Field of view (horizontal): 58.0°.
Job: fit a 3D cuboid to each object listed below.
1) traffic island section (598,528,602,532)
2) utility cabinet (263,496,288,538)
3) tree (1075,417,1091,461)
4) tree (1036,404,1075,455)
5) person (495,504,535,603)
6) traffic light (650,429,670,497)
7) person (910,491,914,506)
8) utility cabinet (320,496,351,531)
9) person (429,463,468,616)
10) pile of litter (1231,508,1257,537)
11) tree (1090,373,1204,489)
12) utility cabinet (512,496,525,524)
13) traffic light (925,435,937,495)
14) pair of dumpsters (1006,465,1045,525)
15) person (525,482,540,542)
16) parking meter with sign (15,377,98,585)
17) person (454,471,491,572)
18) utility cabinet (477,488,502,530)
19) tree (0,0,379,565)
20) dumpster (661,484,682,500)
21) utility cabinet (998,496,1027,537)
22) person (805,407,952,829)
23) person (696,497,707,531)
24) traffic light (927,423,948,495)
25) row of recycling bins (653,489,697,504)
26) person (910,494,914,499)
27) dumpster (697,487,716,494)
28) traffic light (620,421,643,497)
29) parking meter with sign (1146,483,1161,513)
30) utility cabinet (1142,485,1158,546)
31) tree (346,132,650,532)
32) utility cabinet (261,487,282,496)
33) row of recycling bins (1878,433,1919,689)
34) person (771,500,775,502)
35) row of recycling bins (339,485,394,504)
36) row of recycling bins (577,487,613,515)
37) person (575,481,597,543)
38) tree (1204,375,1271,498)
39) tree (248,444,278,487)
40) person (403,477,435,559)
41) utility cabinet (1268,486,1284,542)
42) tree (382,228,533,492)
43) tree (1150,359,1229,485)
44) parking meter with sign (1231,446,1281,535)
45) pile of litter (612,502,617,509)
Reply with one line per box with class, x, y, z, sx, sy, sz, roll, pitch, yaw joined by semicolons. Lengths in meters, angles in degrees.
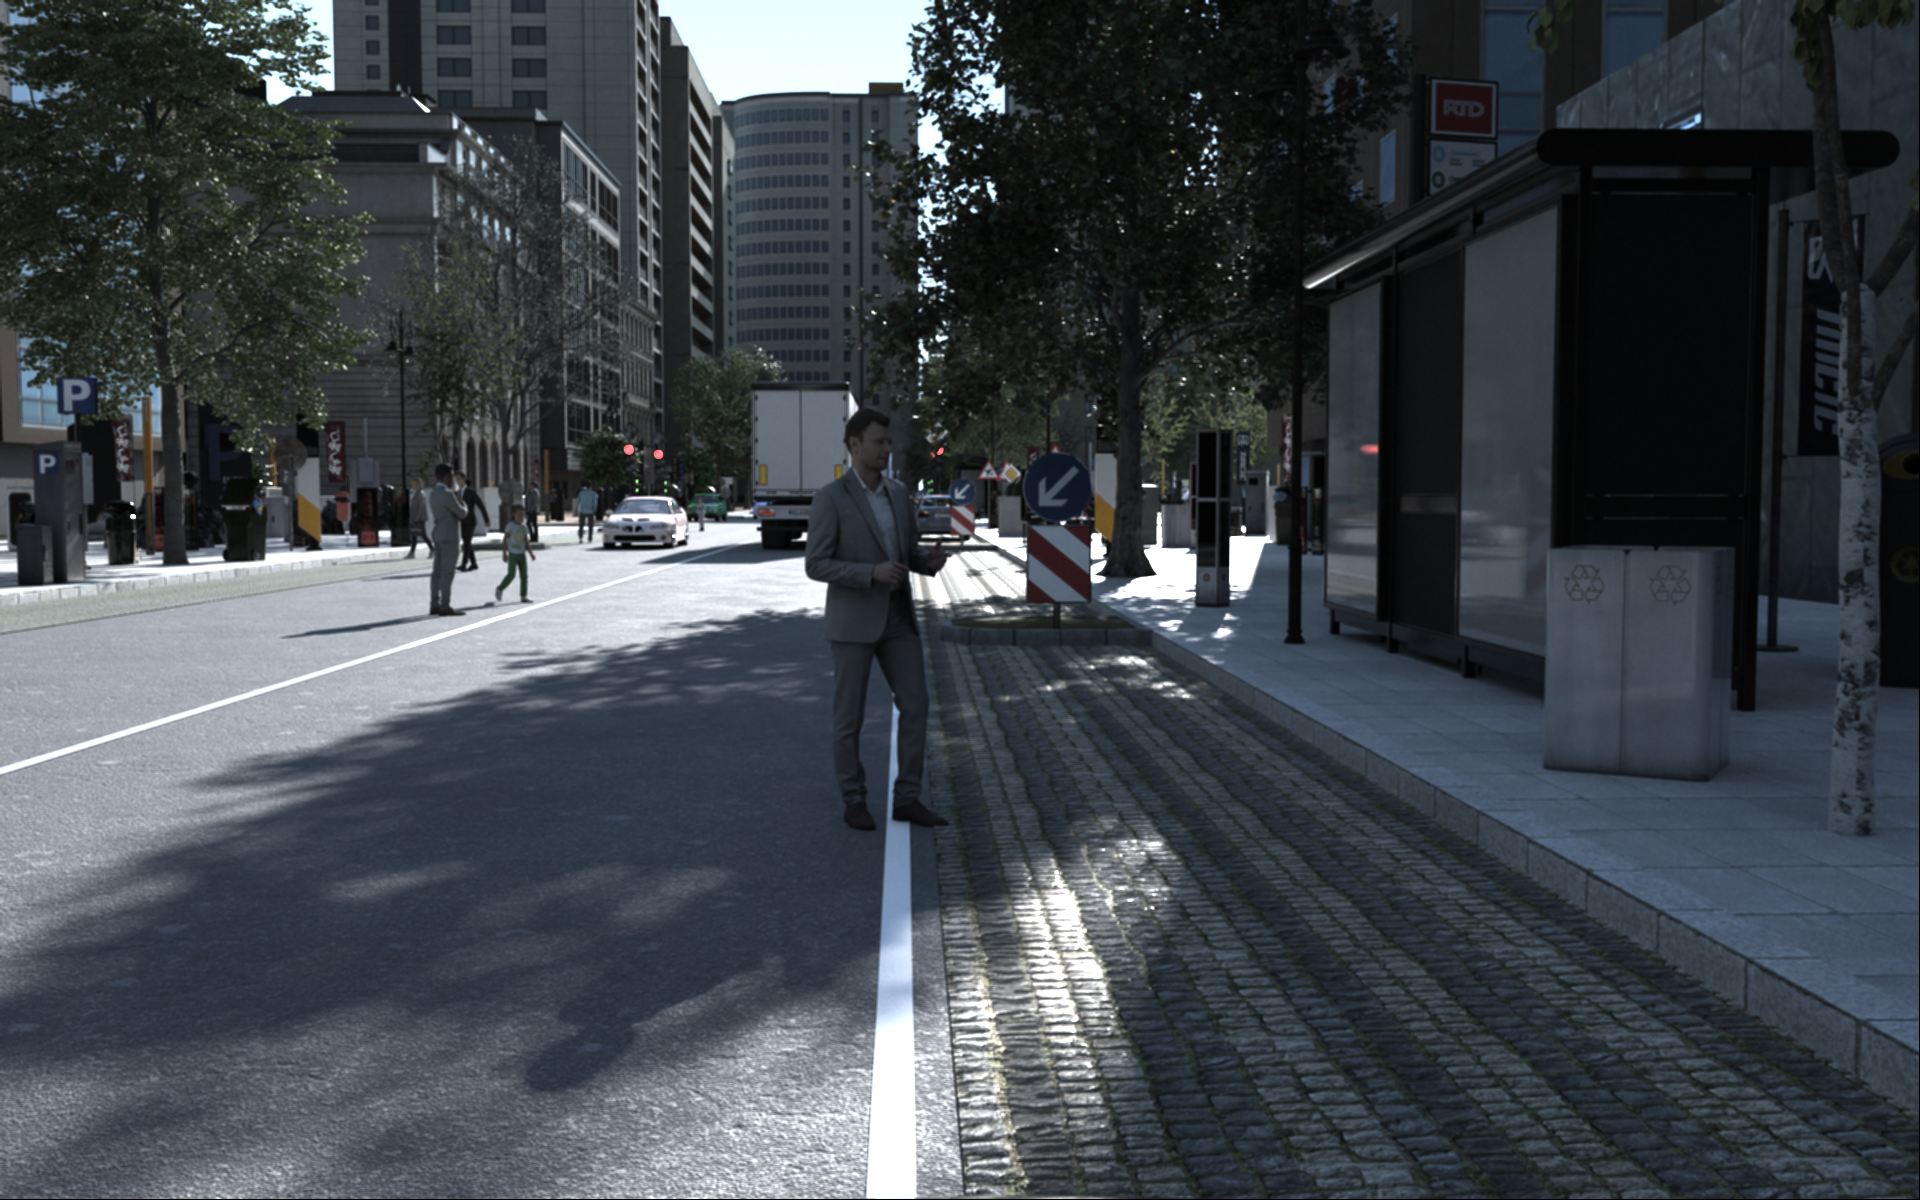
traffic island section;-12.696;-2.718;66.726;2.009;0.180;2.903;0;4;-2
utility cabinet;-20.218;-2.404;50.462;1.020;1.237;0.306;-1;4;-21
tree;11.328;-10.886;128.346;4.360;8.622;3.978;0;3;0
tree;8.198;-11.691;141.516;4.360;8.622;3.978;0;3;0
person;-5.899;-0.624;22.944;0.590;1.304;0.306;2;4;27
traffic light;-12.913;-5.239;74.574;0.839;4.253;0.868;0;4;-2
person;-5.034;-10.525;181.142;0.434;1.755;0.990;1;4;13
utility cabinet;-21.429;-2.948;59.368;1.020;1.237;0.306;-3;4;-35
person;-6.042;-0.725;20.542;0.511;1.800;0.466;3;4;37
pile of litter;8.179;-2.369;52.698;1.176;0.858;1.719;-3;4;-37
tree;10.238;-8.840;94.894;4.360;8.622;3.978;0;3;0
utility cabinet;-16.385;-3.178;63.121;1.020;1.237;0.306;0;4;8
traffic light;-1.108;-5.263;74.968;0.839;4.253;0.868;0;4;-2
pair of dumpsters;2.490;-3.508;59.845;1.574;2.255;4.437;0;4;-2
person;-12.641;-2.598;51.158;0.473;1.802;0.592;0;4;3
parking meter with sign;-13.092;-1.762;25.076;0.543;3.016;1.738;0;4;-5
person;-9.163;-1.452;32.019;0.659;1.850;0.755;2;4;27
utility cabinet;-16.432;-3.178;60.647;0.318;1.500;1.173;1;4;21
tree;-14.816;-6.925;31.351;7.486;12.596;7.792;0;3;0
dumpster;-17.468;-6.029;104.337;1.264;1.857;1.865;0;4;-2
utility cabinet;1.661;-2.509;52.181;1.020;1.237;0.306;0;4;4
person;-0.324;0.080;7.397;0.583;1.804;0.606;3;5;43
person;-10.013;-3.317;67.012;0.425;1.301;0.394;0;4;6
traffic light;-0.851;-4.775;66.987;0.839;4.253;0.868;0;4;-2
row of recycling bins;-21.920;-7.747;133.776;3.534;1.692;1.069;-1;4;-20
person;-5.127;-10.244;179.182;0.628;1.438;0.799;3;4;37
dumpster;-18.582;-7.403;126.799;1.264;1.857;1.865;0;4;-2
traffic light;-12.656;-4.751;66.593;0.839;4.253;0.868;0;4;-2
parking meter with sign;13.104;-7.520;119.205;1.738;3.016;0.543;1;4;11
utility cabinet;4.295;-2.041;42.049;1.173;1.500;0.318;-3;5;-39
tree;-15.211;-9.038;58.146;12.009;13.543;11.850;0;3;0
utility cabinet;-21.513;-2.775;54.045;0.318;1.500;1.173;0;4;1
row of recycling bins;7.135;-0.212;10.579;1.069;1.692;3.534;-2;4;-28
person;-9.027;-4.674;85.263;0.374;1.781;0.599;-3;5;-43
row of recycling bins;-26.160;-4.235;76.353;1.069;1.692;3.534;1;4;15
row of recycling bins;-22.526;-6.109;106.998;1.069;1.692;3.534;-3;5;-45
person;-10.904;-2.566;50.473;0.660;1.820;0.620;0;4;-4
tree;16.114;-8.941;96.541;4.360;8.622;3.978;0;3;0
tree;-24.424;-3.974;59.575;1.663;3.219;1.824;0;3;0
person;-11.894;-1.801;38.134;0.728;1.800;0.709;-2;4;-25
utility cabinet;8.453;-2.278;45.917;0.318;1.500;1.173;0;4;-1
tree;-14.330;-6.023;48.846;4.360;8.622;3.978;0;3;0
tree;18.977;-13.746;142.871;7.486;12.596;7.792;0;3;0
parking meter with sign;9.379;-3.573;54.673;1.738;3.016;0.543;2;4;24
pile of litter;-18.184;-4.828;92.894;1.176;0.858;1.719;-1;4;-22
